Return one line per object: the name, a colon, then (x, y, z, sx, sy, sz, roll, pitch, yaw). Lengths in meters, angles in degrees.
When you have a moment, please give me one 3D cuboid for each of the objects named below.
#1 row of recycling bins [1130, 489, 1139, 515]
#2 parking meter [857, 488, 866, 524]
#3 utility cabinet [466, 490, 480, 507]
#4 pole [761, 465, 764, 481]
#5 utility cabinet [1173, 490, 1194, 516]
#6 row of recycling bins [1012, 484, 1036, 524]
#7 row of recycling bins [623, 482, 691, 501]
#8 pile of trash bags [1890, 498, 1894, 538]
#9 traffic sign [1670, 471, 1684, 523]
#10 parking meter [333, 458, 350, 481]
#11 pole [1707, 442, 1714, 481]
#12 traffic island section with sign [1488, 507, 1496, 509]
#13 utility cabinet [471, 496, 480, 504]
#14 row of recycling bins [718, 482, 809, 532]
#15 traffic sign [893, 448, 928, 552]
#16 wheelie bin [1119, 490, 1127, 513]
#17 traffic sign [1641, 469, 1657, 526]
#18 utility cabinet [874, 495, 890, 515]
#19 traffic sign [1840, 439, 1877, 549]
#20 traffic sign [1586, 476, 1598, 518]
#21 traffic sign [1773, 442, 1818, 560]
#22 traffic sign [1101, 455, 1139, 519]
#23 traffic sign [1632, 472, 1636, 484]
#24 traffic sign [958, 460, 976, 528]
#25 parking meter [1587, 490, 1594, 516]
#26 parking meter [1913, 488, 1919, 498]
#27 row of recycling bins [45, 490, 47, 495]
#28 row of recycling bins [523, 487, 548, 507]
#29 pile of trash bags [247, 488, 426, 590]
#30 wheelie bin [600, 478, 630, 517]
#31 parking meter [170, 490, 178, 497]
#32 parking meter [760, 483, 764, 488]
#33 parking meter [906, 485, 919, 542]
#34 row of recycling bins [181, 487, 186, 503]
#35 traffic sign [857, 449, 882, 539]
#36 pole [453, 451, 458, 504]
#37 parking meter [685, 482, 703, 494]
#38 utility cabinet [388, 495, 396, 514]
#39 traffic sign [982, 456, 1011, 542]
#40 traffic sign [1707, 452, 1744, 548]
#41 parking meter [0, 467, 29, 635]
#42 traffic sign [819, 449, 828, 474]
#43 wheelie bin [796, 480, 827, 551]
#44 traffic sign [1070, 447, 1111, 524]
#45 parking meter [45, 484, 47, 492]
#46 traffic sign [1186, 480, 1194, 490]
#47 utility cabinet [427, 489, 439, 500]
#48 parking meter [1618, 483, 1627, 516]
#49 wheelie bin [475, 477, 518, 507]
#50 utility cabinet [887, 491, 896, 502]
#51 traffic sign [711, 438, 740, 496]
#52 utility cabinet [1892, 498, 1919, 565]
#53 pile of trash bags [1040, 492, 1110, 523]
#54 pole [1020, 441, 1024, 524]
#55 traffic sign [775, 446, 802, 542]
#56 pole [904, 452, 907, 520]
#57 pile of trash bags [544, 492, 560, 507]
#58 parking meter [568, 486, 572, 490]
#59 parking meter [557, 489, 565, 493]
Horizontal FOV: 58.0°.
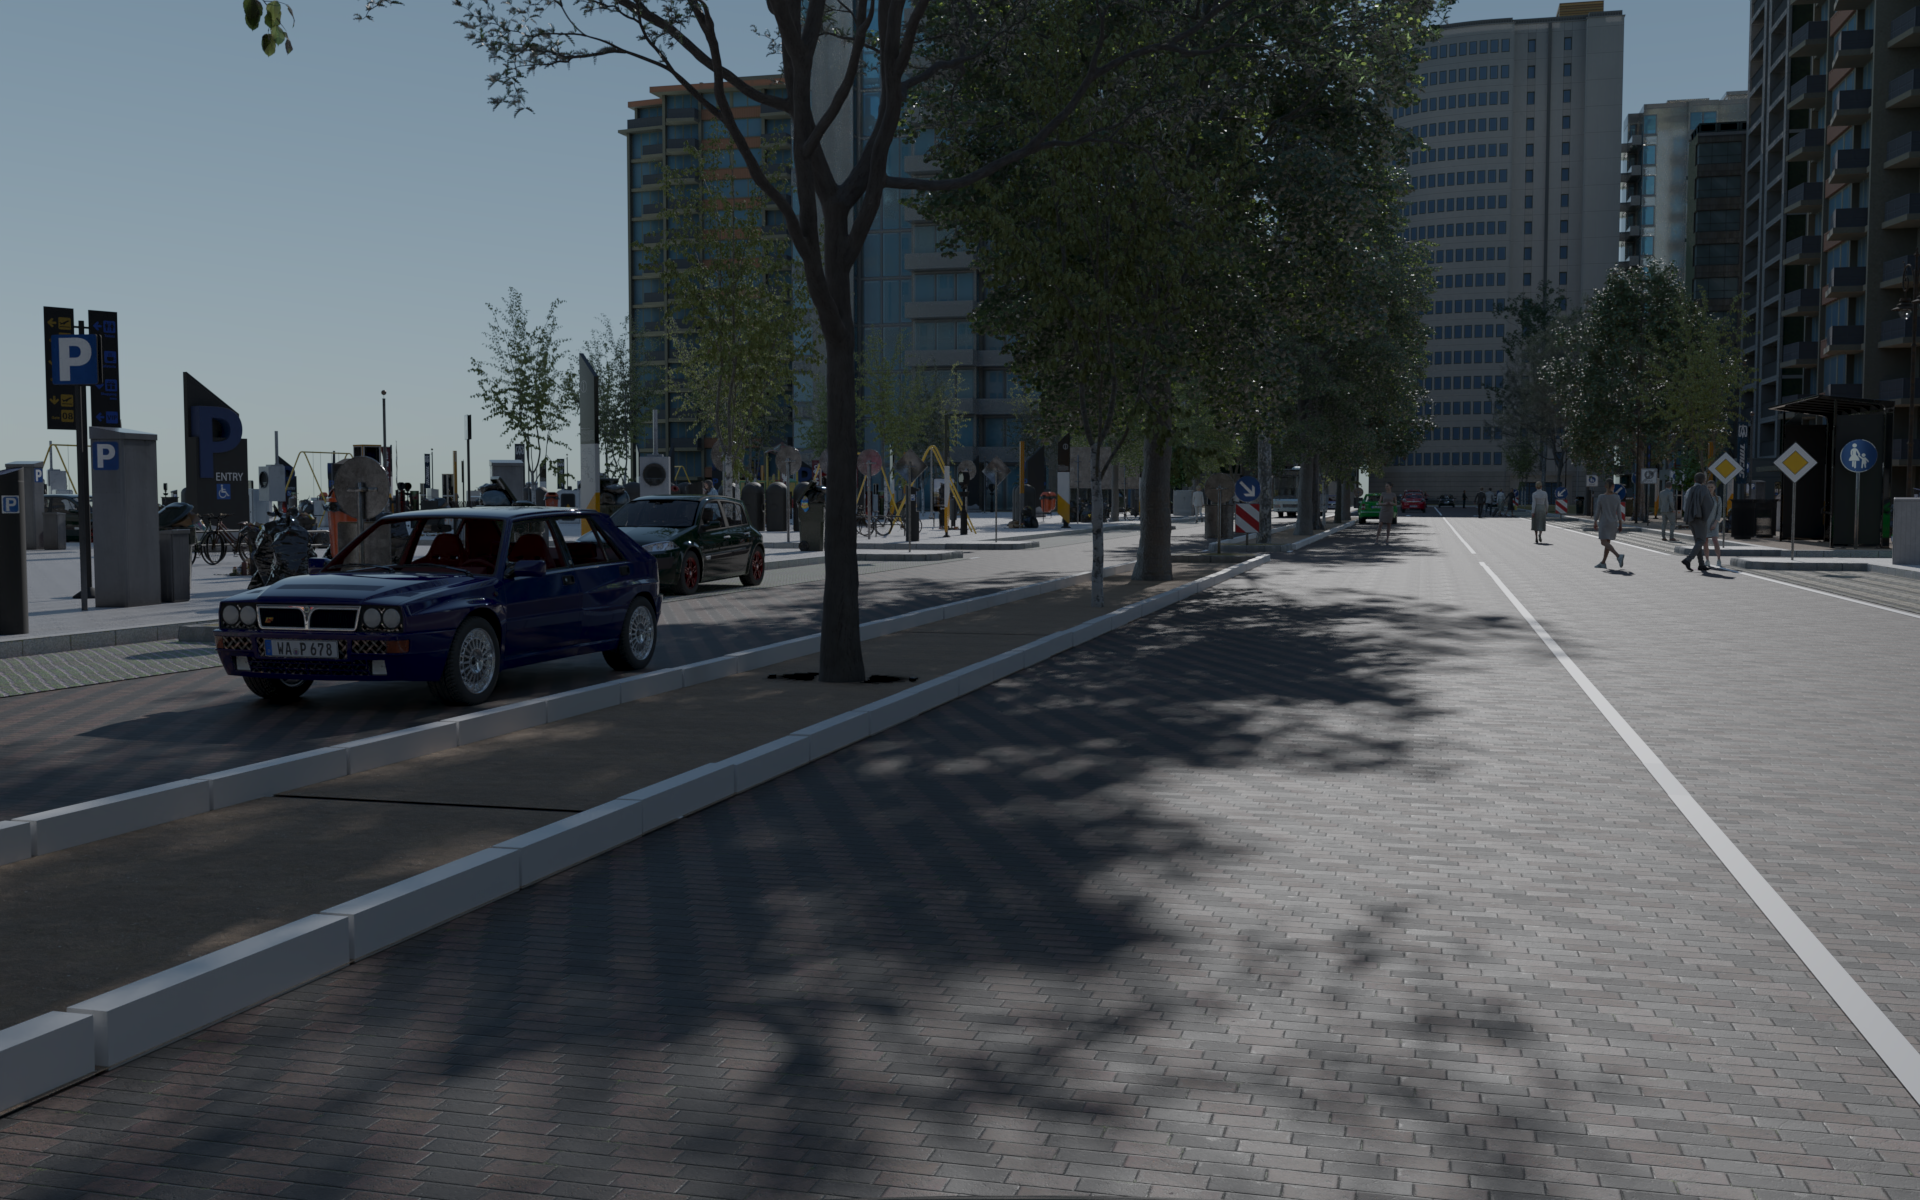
row of recycling bins: (11.402, -6.015, 105.456, 1.069, 1.692, 3.534, 2, 4, 34)
parking meter: (-4.136, -3.916, 72.433, 0.372, 1.533, 0.369, 0, 3, 0)
utility cabinet: (-29.666, -5.968, 106.255, 1.173, 1.500, 0.318, -2, 4, -34)
pole: (-14.033, -7.918, 123.298, 0.158, 3.312, 0.155, 0, 3, 0)
utility cabinet: (12.832, -5.538, 99.224, 1.173, 1.500, 0.318, 3, 5, 39)
row of recycling bins: (2.755, -4.146, 74.894, 1.069, 1.692, 3.534, 0, 4, 1)
row of recycling bins: (-10.409, -3.230, 59.924, 1.069, 1.692, 3.534, 2, 4, 32)
pile of trash bags: (26.774, -2.570, 51.769, 3.447, 1.369, 1.912, 3, 4, 38)
traffic sign: (31.314, -4.498, 75.672, 0.606, 2.300, 0.079, 2, 4, 24)
parking meter: (-9.967, -1.372, 28.151, 0.255, 1.863, 0.399, 1, 4, 9)
pole: (29.361, -4.524, 67.808, 0.158, 3.312, 0.155, 0, 3, 0)
traffic island section with sign: (51.546, -9.610, 165.755, 1.989, 1.847, 2.006, 1, 4, 15)
utility cabinet: (-15.016, -2.670, 54.815, 1.020, 1.237, 0.306, -1, 4, -19)
row of recycling bins: (-6.677, -3.224, 59.818, 3.534, 1.692, 1.069, 1, 4, 11)
traffic sign: (-1.103, -2.109, 38.127, 0.795, 2.450, 0.064, 1, 4, 15)
wheelie bin: (11.110, -6.828, 119.543, 0.693, 1.594, 0.980, 1, 4, 17)
traffic sign: (27.792, -4.146, 69.910, 0.606, 2.300, 0.079, 1, 4, 16)
utility cabinet: (-4.810, -5.867, 107.081, 1.020, 1.237, 0.306, 0, 4, 5)
traffic sign: (20.910, -2.462, 40.353, 0.768, 2.556, 0.104, 1, 4, 23)
traffic sign: (34.346, -5.628, 94.146, 0.606, 2.300, 0.079, 1, 4, 20)
traffic sign: (16.131, -1.827, 33.511, 0.795, 2.450, 0.064, 1, 4, 15)
traffic sign: (8.067, -5.766, 88.139, 2.265, 3.308, 0.079, 1, 4, 19)
traffic sign: (37.773, -5.890, 96.402, 0.768, 2.556, 0.104, 1, 4, 19)
traffic sign: (0.241, -3.961, 64.862, 0.768, 2.556, 0.104, 2, 4, 25)
parking meter: (36.731, -5.659, 100.933, 0.372, 1.533, 0.369, 0, 3, 0)
parking meter: (39.642, -3.870, 71.683, 0.372, 1.533, 0.369, 0, 3, 0)
row of recycling bins: (-51.396, -5.298, 93.732, 3.534, 1.692, 1.069, -2, 4, -27)
row of recycling bins: (-24.747, -5.580, 98.342, 3.534, 1.692, 1.069, 2, 4, 34)
pile of trash bags: (-8.110, -0.774, 22.415, 1.912, 1.369, 3.447, -2, 4, -27)
wheelie bin: (-6.924, -1.604, 34.129, 0.693, 1.594, 0.980, 2, 4, 33)
parking meter: (-44.208, -5.445, 97.442, 0.372, 1.533, 0.369, 0, 3, 0)
parking meter: (-10.446, -5.185, 90.490, 0.399, 1.863, 0.255, 2, 4, 25)
parking meter: (-1.287, -2.355, 46.909, 0.372, 1.533, 0.369, 0, 3, 0)
row of recycling bins: (-44.470, -5.870, 103.090, 3.534, 1.692, 1.069, -1, 4, -17)
traffic sign: (-2.569, -2.985, 48.915, 0.768, 2.556, 0.104, 1, 4, 18)
pole: (-23.710, -5.354, 81.375, 0.158, 3.312, 0.155, 0, 3, 0)
parking meter: (-5.488, -1.675, 35.800, 0.372, 1.533, 0.369, 0, 3, 0)
utility cabinet: (-36.707, -6.169, 112.022, 0.306, 1.237, 1.020, 0, 4, 3)
traffic sign: (0.961, -2.581, 45.842, 0.795, 2.450, 0.064, 1, 4, 15)
traffic sign: (18.196, -2.299, 41.226, 0.795, 2.450, 0.064, 1, 4, 15)
parking meter: (-8.755, -0.455, 15.849, 0.372, 1.533, 0.369, 0, 3, 0)
traffic sign: (-3.516, -2.886, 47.299, 0.768, 2.556, 0.104, 1, 4, 22)
wheelie bin: (-3.292, -1.903, 39.017, 0.693, 1.594, 0.980, 0, 4, 5)
traffic sign: (5.406, -4.950, 74.799, 2.265, 3.308, 0.079, 1, 4, 17)
parking meter: (-52.253, -5.690, 98.747, 0.399, 1.863, 0.255, 1, 4, 22)
traffic sign: (15.877, -7.297, 119.306, 0.884, 2.594, 0.081, 1, 4, 17)
utility cabinet: (-21.142, -3.723, 69.542, 0.318, 1.500, 1.173, -2, 4, -25)
parking meter: (36.301, -5.459, 94.963, 0.255, 1.863, 0.399, -2, 4, -32)
wheelie bin: (-8.421, -1.445, 31.527, 0.693, 1.594, 0.980, -2, 4, -30)
utility cabinet: (-4.759, -6.395, 113.236, 1.173, 1.500, 0.318, 1, 4, 9)
traffic sign: (-5.374, -2.414, 39.572, 0.768, 2.556, 0.104, 2, 4, 24)
utility cabinet: (17.470, -1.235, 31.349, 1.020, 1.237, 0.306, 2, 4, 27)
pile of trash bags: (5.089, -4.234, 78.973, 3.447, 1.369, 1.912, 3, 4, 37)
pole: (2.398, -4.476, 67.028, 0.158, 3.312, 0.155, 0, 3, 0)
traffic sign: (-4.584, -2.819, 46.194, 0.768, 2.556, 0.104, 1, 4, 19)
pole: (-2.679, -5.553, 84.630, 0.158, 3.312, 0.155, 0, 3, 0)
pile of trash bags: (-18.512, -4.538, 83.949, 3.447, 1.369, 1.912, 2, 4, 27)
parking meter: (-28.071, -7.280, 124.742, 0.255, 1.863, 0.399, 0, 4, -6)
parking meter: (-20.065, -4.818, 87.183, 0.372, 1.533, 0.369, 0, 3, 0)
